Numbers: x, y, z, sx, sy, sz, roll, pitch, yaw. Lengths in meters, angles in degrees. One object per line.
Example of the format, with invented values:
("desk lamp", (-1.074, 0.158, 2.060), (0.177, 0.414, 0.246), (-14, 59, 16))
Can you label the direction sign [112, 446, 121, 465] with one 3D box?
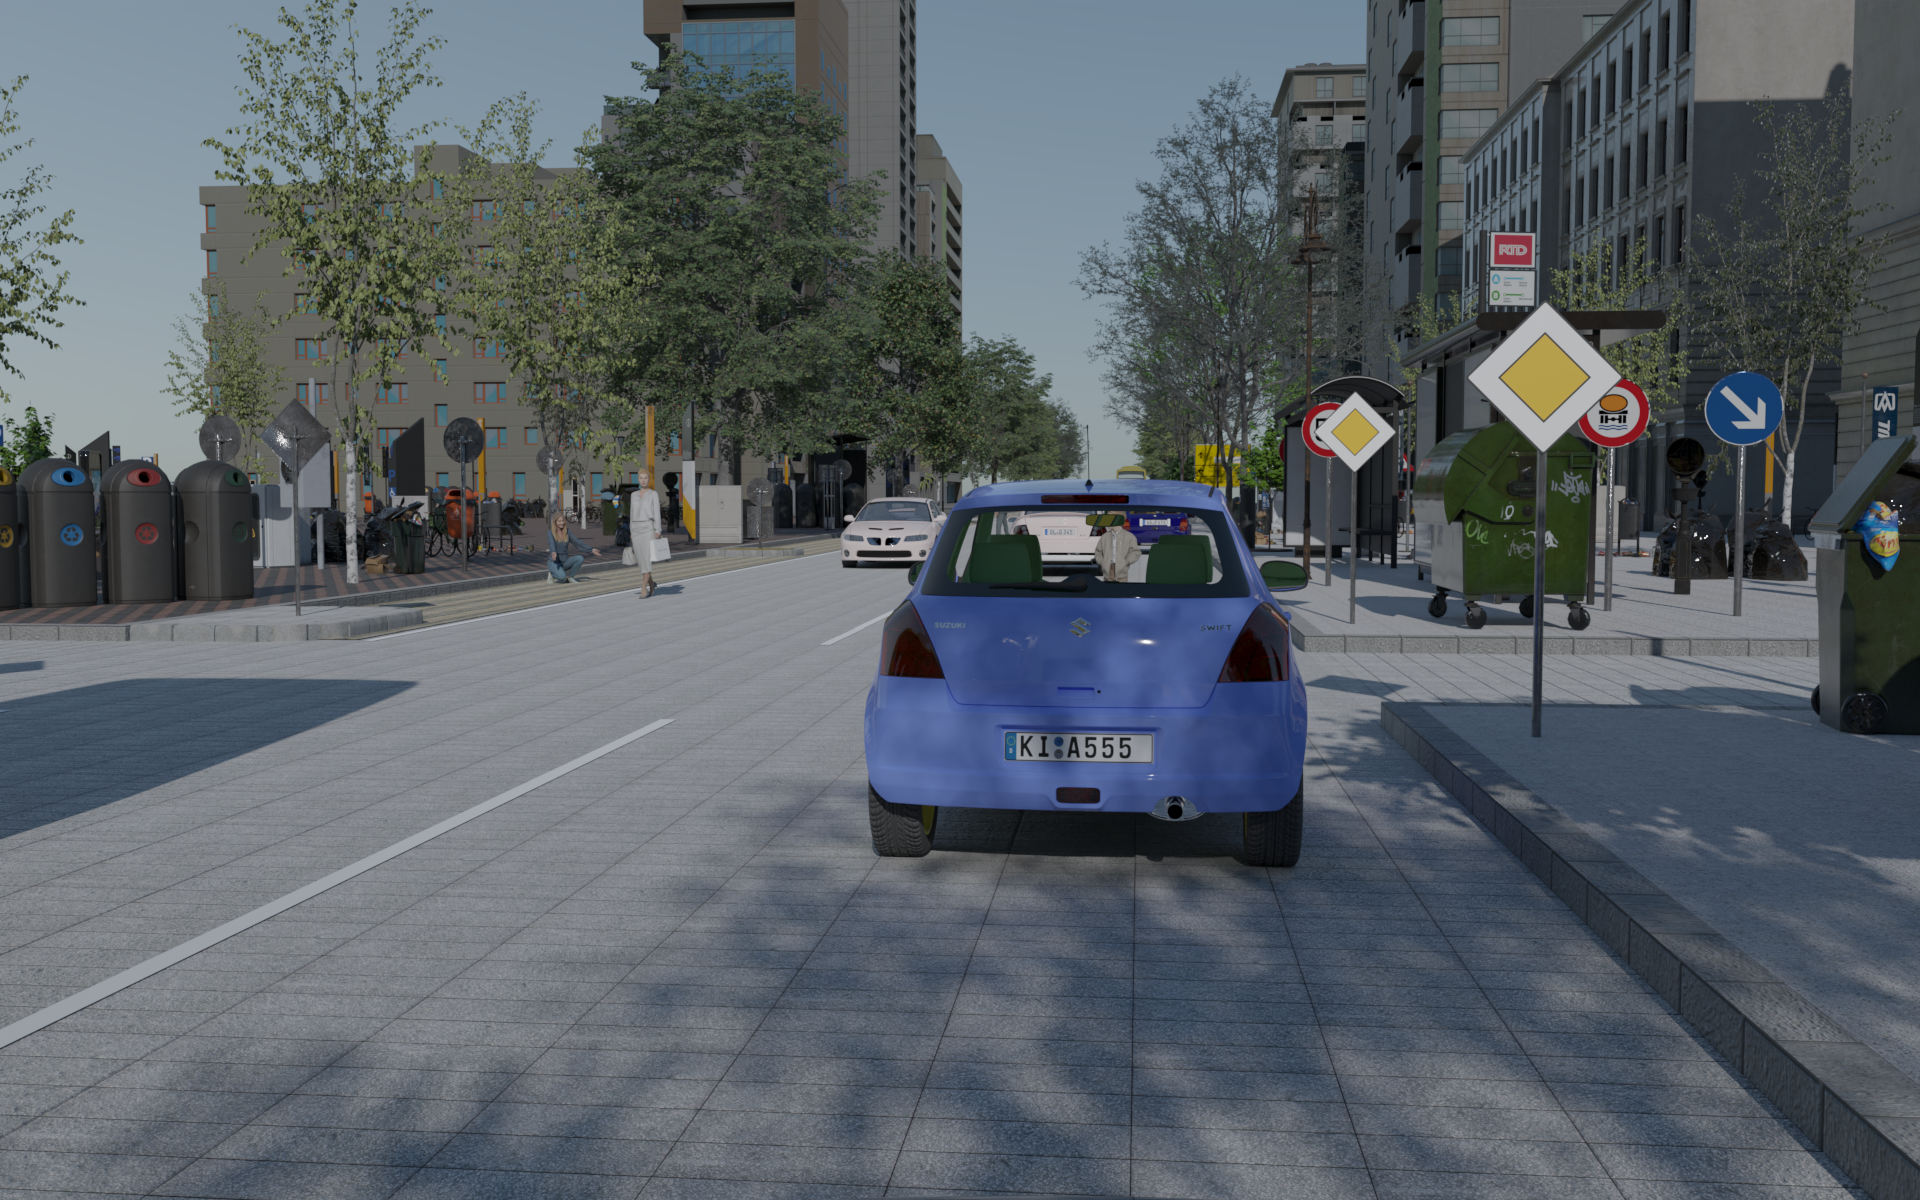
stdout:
("direction sign", (-39.586, -5.430, 80.773), (0.876, 3.537, 0.379), (-1, 4, -13))

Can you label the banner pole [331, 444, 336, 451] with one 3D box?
("banner pole", (-31.714, -5.952, 87.330), (0.863, 3.779, 0.401), (0, 4, -3))

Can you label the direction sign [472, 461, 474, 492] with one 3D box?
("direction sign", (-23.266, -5.553, 82.790), (0.379, 3.537, 0.876), (-1, 4, -13))

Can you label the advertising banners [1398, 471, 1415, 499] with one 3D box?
("advertising banners", (20.501, -5.137, 80.173), (2.074, 3.025, 0.090), (1, 4, 10))

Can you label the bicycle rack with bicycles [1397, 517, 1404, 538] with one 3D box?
("bicycle rack with bicycles", (11.618, -2.331, 51.501), (2.852, 0.926, 2.925), (0, 4, -6))

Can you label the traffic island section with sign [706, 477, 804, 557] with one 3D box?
("traffic island section with sign", (-4.697, -1.932, 40.216), (1.989, 1.847, 2.006), (0, 4, 6))

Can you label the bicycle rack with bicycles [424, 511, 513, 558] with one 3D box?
("bicycle rack with bicycles", (-10.577, -1.380, 35.937), (2.852, 0.926, 2.925), (-3, 5, -40))

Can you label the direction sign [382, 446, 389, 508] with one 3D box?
("direction sign", (-27.299, -5.528, 82.388), (0.379, 3.537, 0.876), (0, 4, 0))

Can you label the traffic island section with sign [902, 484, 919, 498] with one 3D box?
("traffic island section with sign", (-1.904, -3.572, 67.026), (1.989, 1.847, 2.006), (0, 4, 6))

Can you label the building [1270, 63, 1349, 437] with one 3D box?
("building", (52.778, -37.929, 209.377), (28.713, 52.752, 27.495), (0, 4, 6))

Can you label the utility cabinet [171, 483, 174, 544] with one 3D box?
("utility cabinet", (-15.641, -1.611, 35.023), (0.318, 1.500, 1.173), (1, 4, 16))

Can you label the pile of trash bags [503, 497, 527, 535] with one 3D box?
("pile of trash bags", (-14.862, -2.771, 55.051), (1.912, 1.369, 3.447), (-1, 4, -13))

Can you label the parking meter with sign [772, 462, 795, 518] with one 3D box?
("parking meter with sign", (-9.243, -5.945, 93.457), (1.738, 3.016, 0.543), (-1, 4, -21))

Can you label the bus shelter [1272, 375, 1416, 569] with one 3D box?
("bus shelter", (7.018, -2.343, 32.230), (2.014, 3.302, 5.546), (0, 4, 6))

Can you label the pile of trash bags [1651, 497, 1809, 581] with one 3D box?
("pile of trash bags", (12.375, -1.012, 26.295), (3.447, 1.369, 1.912), (1, 4, 19))

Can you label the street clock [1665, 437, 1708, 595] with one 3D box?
("street clock", (9.237, -1.072, 22.090), (0.471, 2.002, 0.358), (2, 4, 25))

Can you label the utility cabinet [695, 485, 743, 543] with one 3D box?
("utility cabinet", (-6.187, -2.190, 44.478), (1.173, 1.500, 0.318), (0, 4, 1))

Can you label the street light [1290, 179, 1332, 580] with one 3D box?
("street light", (5.204, -3.245, 25.847), (0.468, 5.910, 1.993), (0, 4, 6))

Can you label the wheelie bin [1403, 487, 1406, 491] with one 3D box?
("wheelie bin", (20.843, -4.478, 81.127), (0.693, 1.594, 0.980), (1, 4, 15))

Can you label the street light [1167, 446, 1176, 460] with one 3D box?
("street light", (16.581, -9.919, 134.968), (0.468, 5.910, 1.993), (0, 4, 6))

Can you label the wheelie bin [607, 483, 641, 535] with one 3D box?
("wheelie bin", (-9.675, -2.627, 50.862), (0.980, 1.594, 0.693), (-3, 4, -36))

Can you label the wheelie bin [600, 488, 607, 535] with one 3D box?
("wheelie bin", (-10.826, -2.806, 53.779), (0.693, 1.594, 0.980), (-1, 4, -18))

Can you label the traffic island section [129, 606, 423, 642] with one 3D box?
("traffic island section", (-6.989, 0.247, 18.239), (2.009, 0.180, 2.903), (0, 4, 6))

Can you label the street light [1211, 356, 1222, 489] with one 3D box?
("street light", (8.662, -5.221, 58.156), (0.468, 5.910, 1.993), (0, 4, 6))

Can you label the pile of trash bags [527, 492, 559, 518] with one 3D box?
("pile of trash bags", (-22.649, -5.047, 92.278), (3.447, 1.369, 1.912), (2, 4, 25))

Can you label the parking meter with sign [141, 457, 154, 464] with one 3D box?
("parking meter with sign", (-37.764, -5.214, 81.503), (0.543, 3.016, 1.738), (0, 4, 3))

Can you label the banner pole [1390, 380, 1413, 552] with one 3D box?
("banner pole", (9.785, -2.959, 38.400), (0.401, 3.779, 0.863), (-2, 4, -28))

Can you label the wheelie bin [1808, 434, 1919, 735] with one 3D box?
("wheelie bin", (5.063, -0.095, 9.458), (0.693, 1.594, 0.980), (1, 4, 12))

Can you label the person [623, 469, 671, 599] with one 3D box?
("person", (-4.311, -0.923, 23.937), (0.694, 1.780, 0.624), (3, 4, 36))

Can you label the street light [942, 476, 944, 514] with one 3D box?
("street light", (-0.938, -7.456, 94.691), (0.468, 5.910, 1.993), (0, 4, 6))

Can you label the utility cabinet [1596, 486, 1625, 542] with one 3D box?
("utility cabinet", (16.856, -2.255, 45.549), (1.173, 1.500, 0.318), (0, 4, -4))

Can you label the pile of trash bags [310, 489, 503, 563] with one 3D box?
("pile of trash bags", (-10.779, -1.418, 32.934), (3.447, 1.369, 1.912), (1, 4, 11))

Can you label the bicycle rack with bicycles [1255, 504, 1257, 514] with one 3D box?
("bicycle rack with bicycles", (14.328, -4.728, 90.685), (2.925, 0.926, 2.852), (1, 4, 19))

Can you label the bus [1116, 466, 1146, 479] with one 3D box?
("bus", (14.924, -9.767, 151.243), (2.896, 3.916, 12.252), (0, 4, 5))

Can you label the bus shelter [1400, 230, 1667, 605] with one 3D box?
("bus shelter", (7.459, -2.844, 24.129), (2.179, 5.291, 8.768), (0, 4, 6))

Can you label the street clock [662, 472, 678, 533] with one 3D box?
("street clock", (-9.591, -3.229, 57.365), (0.471, 2.002, 0.358), (-2, 4, -34))

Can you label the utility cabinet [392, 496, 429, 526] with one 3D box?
("utility cabinet", (-17.707, -2.739, 55.949), (1.020, 1.237, 0.306), (-1, 4, -18))

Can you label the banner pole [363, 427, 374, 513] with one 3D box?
("banner pole", (-21.909, -4.538, 64.206), (0.401, 3.779, 0.863), (0, 4, 7))

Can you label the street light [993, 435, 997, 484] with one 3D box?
("street light", (2.506, -9.466, 127.564), (0.468, 5.910, 1.993), (0, 4, 6))

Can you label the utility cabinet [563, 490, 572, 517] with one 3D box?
("utility cabinet", (-21.503, -5.303, 95.389), (1.173, 1.500, 0.318), (3, 5, 41))

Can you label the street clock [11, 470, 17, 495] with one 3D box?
("street clock", (-23.612, -2.388, 43.616), (0.358, 2.002, 0.471), (3, 5, 42))

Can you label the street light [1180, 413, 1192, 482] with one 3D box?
("street light", (12.014, -7.251, 91.347), (0.468, 5.910, 1.993), (0, 4, 6))

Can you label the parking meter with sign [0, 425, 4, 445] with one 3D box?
("parking meter with sign", (-24.922, -2.898, 43.648), (1.738, 3.016, 0.543), (1, 4, 23))

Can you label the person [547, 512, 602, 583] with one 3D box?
("person", (-6.226, -0.835, 27.650), (1.012, 1.151, 0.738), (-3, 5, -41))

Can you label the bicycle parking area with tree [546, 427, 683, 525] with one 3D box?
("bicycle parking area with tree", (-13.390, -5.453, 76.158), (9.016, 4.147, 8.231), (3, 5, 41))

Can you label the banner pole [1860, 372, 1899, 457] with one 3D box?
("banner pole", (18.819, -2.790, 35.641), (0.863, 3.779, 0.401), (1, 4, 20))

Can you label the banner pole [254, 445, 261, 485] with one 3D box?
("banner pole", (-35.838, -6.020, 88.445), (0.401, 3.779, 0.863), (-3, 5, -40))

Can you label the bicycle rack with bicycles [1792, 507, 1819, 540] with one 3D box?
("bicycle rack with bicycles", (24.498, -2.103, 47.758), (2.925, 0.926, 2.852), (-3, 4, -38))

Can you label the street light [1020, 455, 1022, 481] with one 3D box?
("street light", (5.705, -11.444, 159.900), (0.468, 5.910, 1.993), (0, 4, 6))

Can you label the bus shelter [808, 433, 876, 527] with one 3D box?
("bus shelter", (-4.717, -4.805, 69.840), (1.731, 3.624, 6.357), (0, 4, 6))

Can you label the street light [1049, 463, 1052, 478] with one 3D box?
("street light", (10.953, -14.491, 209.718), (0.468, 5.910, 1.993), (0, 4, 6))

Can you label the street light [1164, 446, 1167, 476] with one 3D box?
("street light", (19.938, -11.909, 167.494), (0.468, 5.910, 1.993), (0, 4, 6))
